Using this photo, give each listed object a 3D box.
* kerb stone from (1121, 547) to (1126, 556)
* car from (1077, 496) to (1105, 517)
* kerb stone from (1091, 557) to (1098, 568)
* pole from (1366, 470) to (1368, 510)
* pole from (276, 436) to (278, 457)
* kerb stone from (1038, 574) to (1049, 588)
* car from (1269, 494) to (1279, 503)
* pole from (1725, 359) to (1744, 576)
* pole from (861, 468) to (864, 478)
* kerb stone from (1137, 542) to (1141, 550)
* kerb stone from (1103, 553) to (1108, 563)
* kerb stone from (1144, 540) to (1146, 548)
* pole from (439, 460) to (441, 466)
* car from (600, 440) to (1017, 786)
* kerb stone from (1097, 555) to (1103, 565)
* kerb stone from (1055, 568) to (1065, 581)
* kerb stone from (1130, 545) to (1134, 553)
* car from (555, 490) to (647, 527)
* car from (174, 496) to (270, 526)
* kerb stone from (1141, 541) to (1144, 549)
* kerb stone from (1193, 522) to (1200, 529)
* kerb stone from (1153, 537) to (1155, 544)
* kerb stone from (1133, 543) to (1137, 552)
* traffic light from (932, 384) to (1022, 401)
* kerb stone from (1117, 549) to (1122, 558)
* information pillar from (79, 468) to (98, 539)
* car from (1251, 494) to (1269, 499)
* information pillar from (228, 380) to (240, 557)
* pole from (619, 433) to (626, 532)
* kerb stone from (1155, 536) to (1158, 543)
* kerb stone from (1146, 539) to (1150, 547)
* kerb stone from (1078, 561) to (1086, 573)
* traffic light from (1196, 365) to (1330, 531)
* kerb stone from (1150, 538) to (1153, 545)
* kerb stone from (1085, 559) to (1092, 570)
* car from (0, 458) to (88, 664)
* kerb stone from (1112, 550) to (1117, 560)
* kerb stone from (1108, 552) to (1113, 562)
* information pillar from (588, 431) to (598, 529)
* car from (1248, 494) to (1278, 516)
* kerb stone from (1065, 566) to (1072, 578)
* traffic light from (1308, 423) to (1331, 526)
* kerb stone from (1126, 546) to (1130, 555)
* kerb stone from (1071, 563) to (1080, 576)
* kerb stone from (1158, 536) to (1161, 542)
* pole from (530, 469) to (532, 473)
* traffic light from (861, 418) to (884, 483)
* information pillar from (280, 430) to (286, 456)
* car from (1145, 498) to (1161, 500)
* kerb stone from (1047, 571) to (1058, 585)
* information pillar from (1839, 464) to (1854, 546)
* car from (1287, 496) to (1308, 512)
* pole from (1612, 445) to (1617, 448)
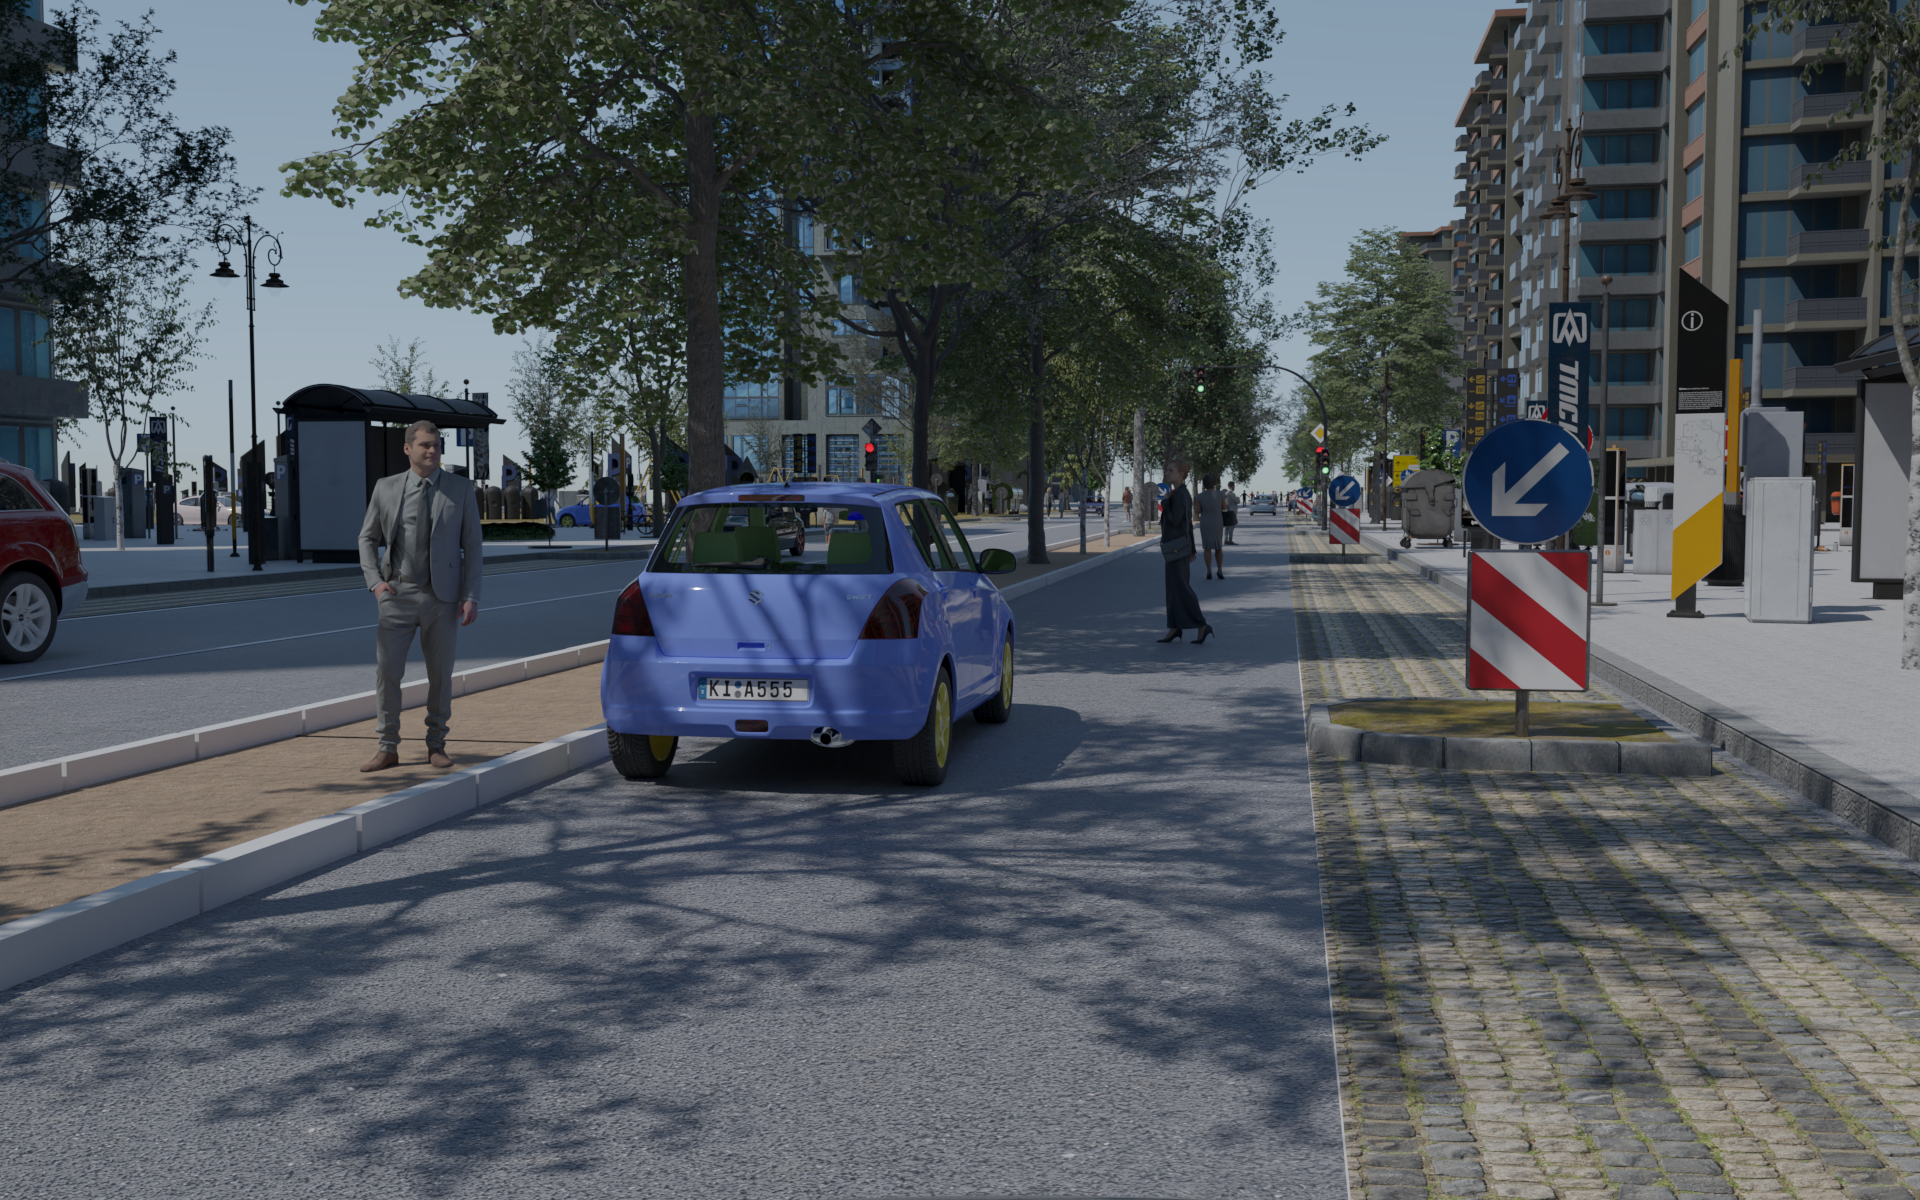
[{"bbox_3d":[3.638,-1.069,39.718,0.120,0.150,1.000,1,4,11],"label":"kerb stone"},{"bbox_3d":[8.452,-5.937,109.651,1.945,1.354,3.894,1,4,9],"label":"car"},{"bbox_3d":[2.515,-0.701,33.658,0.120,0.150,1.000,1,4,11],"label":"kerb stone"},{"bbox_3d":[32.728,-8.878,138.998,0.158,3.312,0.155,0,3,0],"label":"pole"},{"bbox_3d":[-23.896,-4.095,60.790,0.158,3.312,0.155,0,3,0],"label":"pole"},{"bbox_3d":[1.200,-0.265,26.617,0.120,0.150,1.000,1,4,11],"label":"kerb stone"},{"bbox_3d":[47.920,-15.539,265.867,2.131,1.459,4.920,1,4,9],"label":"car"},{"bbox_3d":[11.754,-1.986,26.308,0.158,3.312,0.155,0,3,0],"label":"pole"},{"bbox_3d":[-7.722,-8.745,136.816,0.158,3.312,0.155,0,3,0],"label":"pole"},{"bbox_3d":[4.397,-1.319,43.757,0.120,0.150,1.000,1,4,11],"label":"kerb stone"},{"bbox_3d":[2.887,-0.825,35.683,0.120,0.150,1.000,1,4,11],"label":"kerb stone"},{"bbox_3d":[4.762,-1.442,45.768,0.120,0.150,1.000,1,4,11],"label":"kerb stone"},{"bbox_3d":[-28.460,-6.172,94.755,0.158,3.312,0.155,0,3,0],"label":"pole"},{"bbox_3d":[-0.688,-0.019,9.907,1.945,1.707,3.694,1,4,9],"label":"car"},{"bbox_3d":[2.704,-0.762,34.677,0.120,0.150,1.000,1,4,11],"label":"kerb stone"},{"bbox_3d":[1.577,-0.393,28.627,0.120,0.150,1.000,1,4,11],"label":"kerb stone"},{"bbox_3d":[4.022,-1.195,41.734,0.120,0.150,1.000,1,4,11],"label":"kerb stone"},{"bbox_3d":[-14.765,-3.761,71.080,3.694,1.707,1.945,1,4,9],"label":"car"},{"bbox_3d":[-31.465,-3.728,73.314,4.827,1.381,2.083,1,4,10],"label":"car"},{"bbox_3d":[4.583,-1.380,44.762,0.120,0.150,1.000,1,4,11],"label":"kerb stone"},{"bbox_3d":[10.313,-3.251,75.494,0.120,0.150,1.000,1,4,11],"label":"kerb stone"},{"bbox_3d":[5.332,-1.626,48.797,0.120,0.150,1.000,1,4,11],"label":"kerb stone"},{"bbox_3d":[4.207,-1.257,42.739,0.120,0.150,1.000,1,4,11],"label":"kerb stone"},{"bbox_3d":[0.294,-5.911,71.319,4.771,5.953,1.251,1,4,11],"label":"traffic light"},{"bbox_3d":[3.460,-1.010,38.711,0.120,0.150,1.000,1,4,11],"label":"kerb stone"},{"bbox_3d":[-24.684,-2.731,49.139,0.304,2.012,0.304,2,4,30],"label":"information pillar"},{"bbox_3d":[28.679,-9.316,164.112,2.131,1.459,4.920,1,4,9],"label":"car"},{"bbox_3d":[-14.825,-2.688,35.298,0.183,3.616,0.504,-1,4,-22],"label":"information pillar"},{"bbox_3d":[-11.342,-3.938,58.228,0.158,3.312,0.155,0,3,0],"label":"pole"},{"bbox_3d":[5.520,-1.686,49.802,0.120,0.150,1.000,1,4,11],"label":"kerb stone"},{"bbox_3d":[4.957,-1.503,46.781,0.120,0.150,1.000,1,4,11],"label":"kerb stone"},{"bbox_3d":[2.146,-0.574,31.644,0.120,0.150,1.000,1,4,11],"label":"kerb stone"},{"bbox_3d":[10.725,-5.286,61.098,4.771,5.953,1.251,1,4,11],"label":"traffic light"},{"bbox_3d":[5.146,-1.565,47.788,0.120,0.150,1.000,1,4,11],"label":"kerb stone"},{"bbox_3d":[2.331,-0.639,32.649,0.120,0.150,1.000,1,4,11],"label":"kerb stone"},{"bbox_3d":[-9.177,-0.288,13.388,2.281,1.827,5.304,1,4,11],"label":"car"},{"bbox_3d":[3.264,-0.948,37.708,0.120,0.150,1.000,1,4,11],"label":"kerb stone"},{"bbox_3d":[3.083,-0.887,36.695,0.120,0.150,1.000,1,4,11],"label":"kerb stone"},{"bbox_3d":[-13.753,-4.481,64.626,0.183,3.616,0.504,-2,4,-24],"label":"information pillar"},{"bbox_3d":[20.198,-6.325,115.421,2.014,1.417,4.499,1,4,10],"label":"car"},{"bbox_3d":[1.762,-0.452,29.633,0.120,0.150,1.000,1,4,11],"label":"kerb stone"},{"bbox_3d":[14.261,-4.880,68.706,0.839,4.253,0.868,1,4,11],"label":"traffic light"},{"bbox_3d":[3.842,-1.133,40.728,0.120,0.150,1.000,1,4,11],"label":"kerb stone"},{"bbox_3d":[1.953,-0.511,30.640,0.120,0.150,1.000,1,4,11],"label":"kerb stone"},{"bbox_3d":[5.719,-1.743,50.805,0.120,0.150,1.000,1,4,11],"label":"kerb stone"},{"bbox_3d":[-25.958,-6.778,104.664,0.158,3.312,0.155,0,3,0],"label":"pole"},{"bbox_3d":[-3.241,-4.581,63.817,0.839,4.253,0.868,1,4,11],"label":"traffic light"},{"bbox_3d":[-21.565,-3.937,55.725,0.504,3.616,0.183,-1,4,-16],"label":"information pillar"},{"bbox_3d":[10.333,-5.161,93.178,1.959,1.807,4.718,1,4,11],"label":"car"},{"bbox_3d":[1.396,-0.332,27.620,0.120,0.150,1.000,1,4,11],"label":"kerb stone"},{"bbox_3d":[21.818,-2.329,42.565,0.304,2.012,0.304,2,4,31],"label":"information pillar"},{"bbox_3d":[27.552,-7.842,140.792,1.945,1.354,3.894,1,4,11],"label":"car"},{"bbox_3d":[26.987,-4.749,71.485,0.158,3.312,0.155,0,3,0],"label":"pole"}]
